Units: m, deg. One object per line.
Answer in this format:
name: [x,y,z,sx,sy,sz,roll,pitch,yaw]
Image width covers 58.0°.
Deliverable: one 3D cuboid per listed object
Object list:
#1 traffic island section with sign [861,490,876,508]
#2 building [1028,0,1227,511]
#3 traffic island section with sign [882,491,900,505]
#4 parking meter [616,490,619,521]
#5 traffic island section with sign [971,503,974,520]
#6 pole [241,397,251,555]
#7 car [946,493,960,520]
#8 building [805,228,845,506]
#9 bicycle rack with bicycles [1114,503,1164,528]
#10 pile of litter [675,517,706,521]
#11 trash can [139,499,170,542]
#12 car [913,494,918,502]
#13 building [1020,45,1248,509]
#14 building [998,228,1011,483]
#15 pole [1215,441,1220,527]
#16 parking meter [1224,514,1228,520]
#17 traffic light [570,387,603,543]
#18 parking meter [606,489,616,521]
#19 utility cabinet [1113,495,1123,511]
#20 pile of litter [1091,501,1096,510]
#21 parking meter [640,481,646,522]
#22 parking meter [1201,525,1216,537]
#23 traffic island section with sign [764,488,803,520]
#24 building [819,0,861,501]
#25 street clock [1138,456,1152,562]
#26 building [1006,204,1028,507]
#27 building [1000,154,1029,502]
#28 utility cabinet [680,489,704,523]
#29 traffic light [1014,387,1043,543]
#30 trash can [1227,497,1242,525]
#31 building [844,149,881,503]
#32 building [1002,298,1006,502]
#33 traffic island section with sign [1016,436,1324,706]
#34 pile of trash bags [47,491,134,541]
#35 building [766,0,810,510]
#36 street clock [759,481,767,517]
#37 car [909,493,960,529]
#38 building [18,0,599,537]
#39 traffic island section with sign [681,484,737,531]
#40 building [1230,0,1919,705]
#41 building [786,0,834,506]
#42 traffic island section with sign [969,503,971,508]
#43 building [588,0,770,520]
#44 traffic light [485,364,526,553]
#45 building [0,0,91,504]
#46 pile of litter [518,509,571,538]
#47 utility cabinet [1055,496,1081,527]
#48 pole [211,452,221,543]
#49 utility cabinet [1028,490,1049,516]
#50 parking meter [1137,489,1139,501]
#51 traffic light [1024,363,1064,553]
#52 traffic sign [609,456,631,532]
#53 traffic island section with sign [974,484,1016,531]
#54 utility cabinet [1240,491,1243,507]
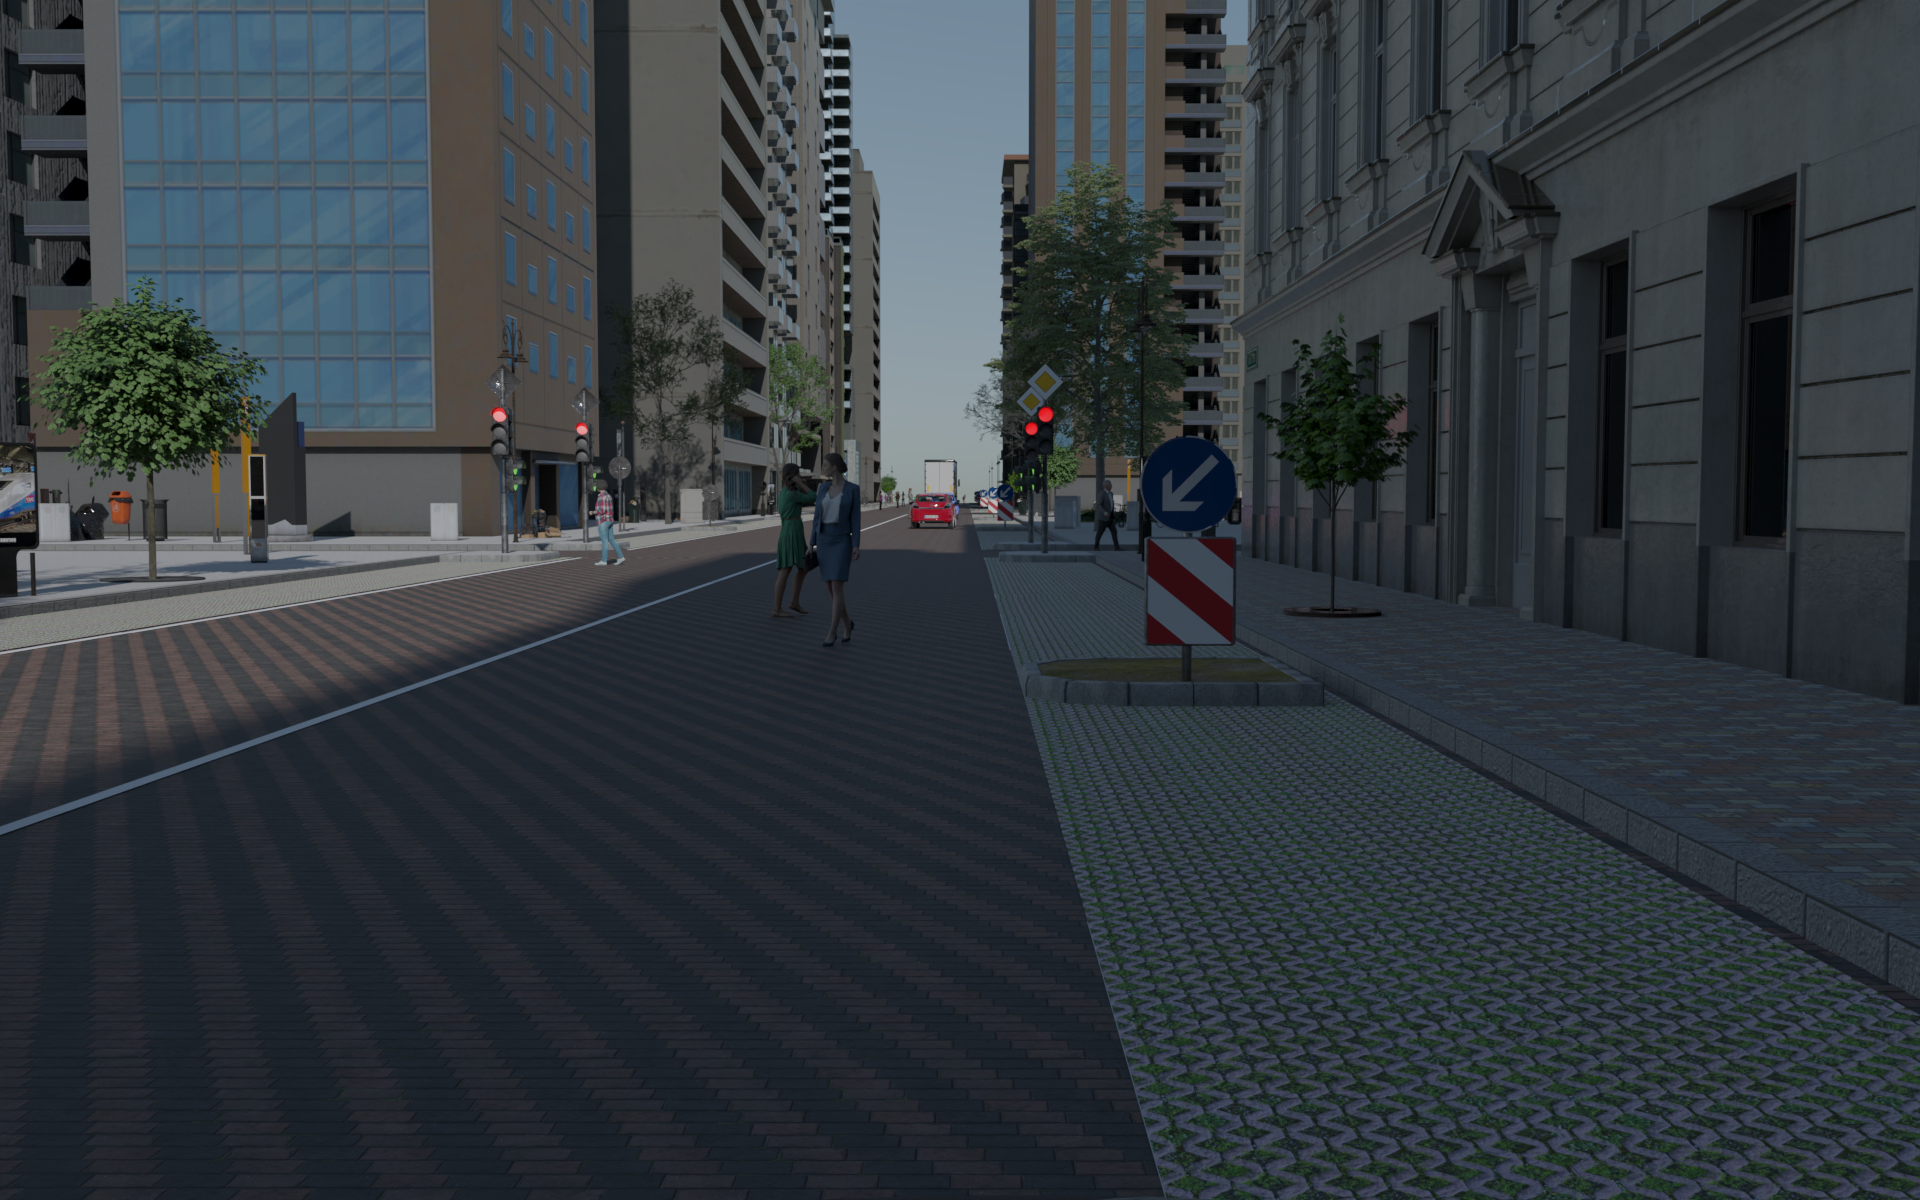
traffic island section with sign: [-9.409,-10.001,172.151,1.989,1.847,2.006,0,4,0]
building: [12.480,-29.645,134.813,14.600,45.320,14.200,0,4,0]
traffic island section with sign: [-9.229,-13.364,227.133,1.989,1.847,2.006,0,4,0]
parking meter: [-16.360,-4.530,82.469,0.372,1.533,0.369,0,3,0]
traffic island section with sign: [1.729,-5.265,94.710,1.989,1.847,2.006,0,4,0]
pole: [-15.067,-2.614,36.585,0.158,3.312,0.155,0,3,0]
car: [-0.952,-5.438,98.508,1.945,1.707,3.694,0,4,-2]
building: [-19.944,-25.381,186.677,14.160,30.474,14.107,0,4,0]
bicycle rack with bicycles: [6.730,-3.225,66.106,2.852,0.926,2.925,3,5,45]
pile of litter: [-13.071,-4.278,83.905,1.176,0.858,1.719,-3,5,-39]
trash can: [-21.802,-2.156,46.905,0.748,1.137,0.748,0,3,0]
car: [-4.930,-12.987,221.126,1.959,1.807,4.718,0,4,2]
building: [21.651,-28.286,154.354,32.217,40.220,23.993,0,4,0]
building: [17.675,-39.425,264.210,23.786,49.044,30.456,0,4,0]
pole: [9.975,-4.488,67.227,0.158,3.312,0.155,0,3,0]
parking meter: [13.026,-4.633,84.166,0.372,1.533,0.369,0,3,0]
traffic light: [-9.816,-3.455,45.414,0.839,4.253,0.868,0,4,0]
parking meter: [-16.642,-4.504,82.048,0.372,1.533,0.369,0,3,0]
utility cabinet: [10.530,-6.381,115.494,0.306,1.237,1.020,2,4,27]
pile of litter: [8.996,-5.926,110.848,1.176,0.858,1.719,3,4,37]
parking meter: [-14.712,-4.569,80.418,0.255,1.863,0.399,0,4,-6]
parking meter: [6.987,-2.625,48.628,0.399,1.863,0.255,-3,4,-37]
traffic island section with sign: [-9.686,-5.308,95.409,1.989,1.847,2.006,0,4,0]
building: [-23.487,-55.422,218.822,22.319,86.520,31.000,0,4,0]
street clock: [3.557,-1.736,32.948,0.358,2.002,0.471,0,4,2]
building: [12.211,-24.632,174.433,14.160,30.474,14.107,0,4,0]
building: [16.248,-34.568,219.816,22.147,44.769,28.867,0,4,0]
utility cabinet: [-11.749,-4.115,75.961,0.318,1.500,1.173,2,4,34]
traffic light: [1.846,-3.454,45.390,0.839,4.253,0.868,0,4,0]
trash can: [11.572,-3.749,72.945,0.748,1.137,0.748,0,3,0]
building: [-22.474,-38.075,246.228,21.300,48.544,21.600,0,4,0]
building: [12.940,-28.798,242.553,14.160,30.474,14.107,0,4,0]
traffic island section with sign: [1.454,-0.240,12.555,1.989,1.847,2.006,0,4,0]
pile of trash bags: [-24.358,-2.341,48.028,3.447,1.369,1.912,1,4,18]
building: [-24.425,-31.532,135.155,23.786,49.044,30.456,0,4,0]
street clock: [-11.246,-5.763,98.803,0.358,2.002,0.471,2,4,29]
car: [-1.099,-3.897,72.754,2.155,1.783,4.494,0,4,2]
building: [-20.630,-24.917,57.503,14.600,45.320,14.200,0,4,0]
traffic island section with sign: [-9.782,-3.617,67.771,1.989,1.847,2.006,0,4,0]
building: [13.681,-14.521,13.840,17.030,29.872,44.131,0,4,0]
building: [-27.024,-35.154,164.009,28.713,52.752,27.495,0,4,0]
traffic island section with sign: [1.905,-8.375,145.560,1.989,1.847,2.006,0,4,0]
building: [-22.438,-28.834,95.130,21.300,48.544,21.600,0,4,0]
traffic light: [-9.843,-2.967,37.429,0.839,4.253,0.868,0,4,0]
building: [-36.255,-22.557,52.399,14.086,41.232,14.154,0,4,0]
pile of litter: [-12.197,-2.251,50.762,1.719,0.858,1.176,-2,4,-23]
utility cabinet: [4.238,-3.480,68.062,1.020,1.237,0.306,2,4,34]
pole: [-19.605,-3.166,45.603,0.158,3.312,0.155,0,3,0]
utility cabinet: [4.518,-5.581,99.932,1.173,1.500,0.318,1,4,18]
parking meter: [8.605,-4.524,82.384,0.372,1.533,0.369,0,3,0]
traffic light: [1.818,-2.965,37.405,0.839,4.253,0.868,0,4,0]
traffic sign: [-11.502,-3.574,58.545,0.768,2.556,0.104,0,4,4]
traffic island section with sign: [1.630,-3.577,67.119,1.989,1.847,2.006,0,4,0]
utility cabinet: [19.510,-6.732,118.747,0.318,1.500,1.173,2,4,31]
